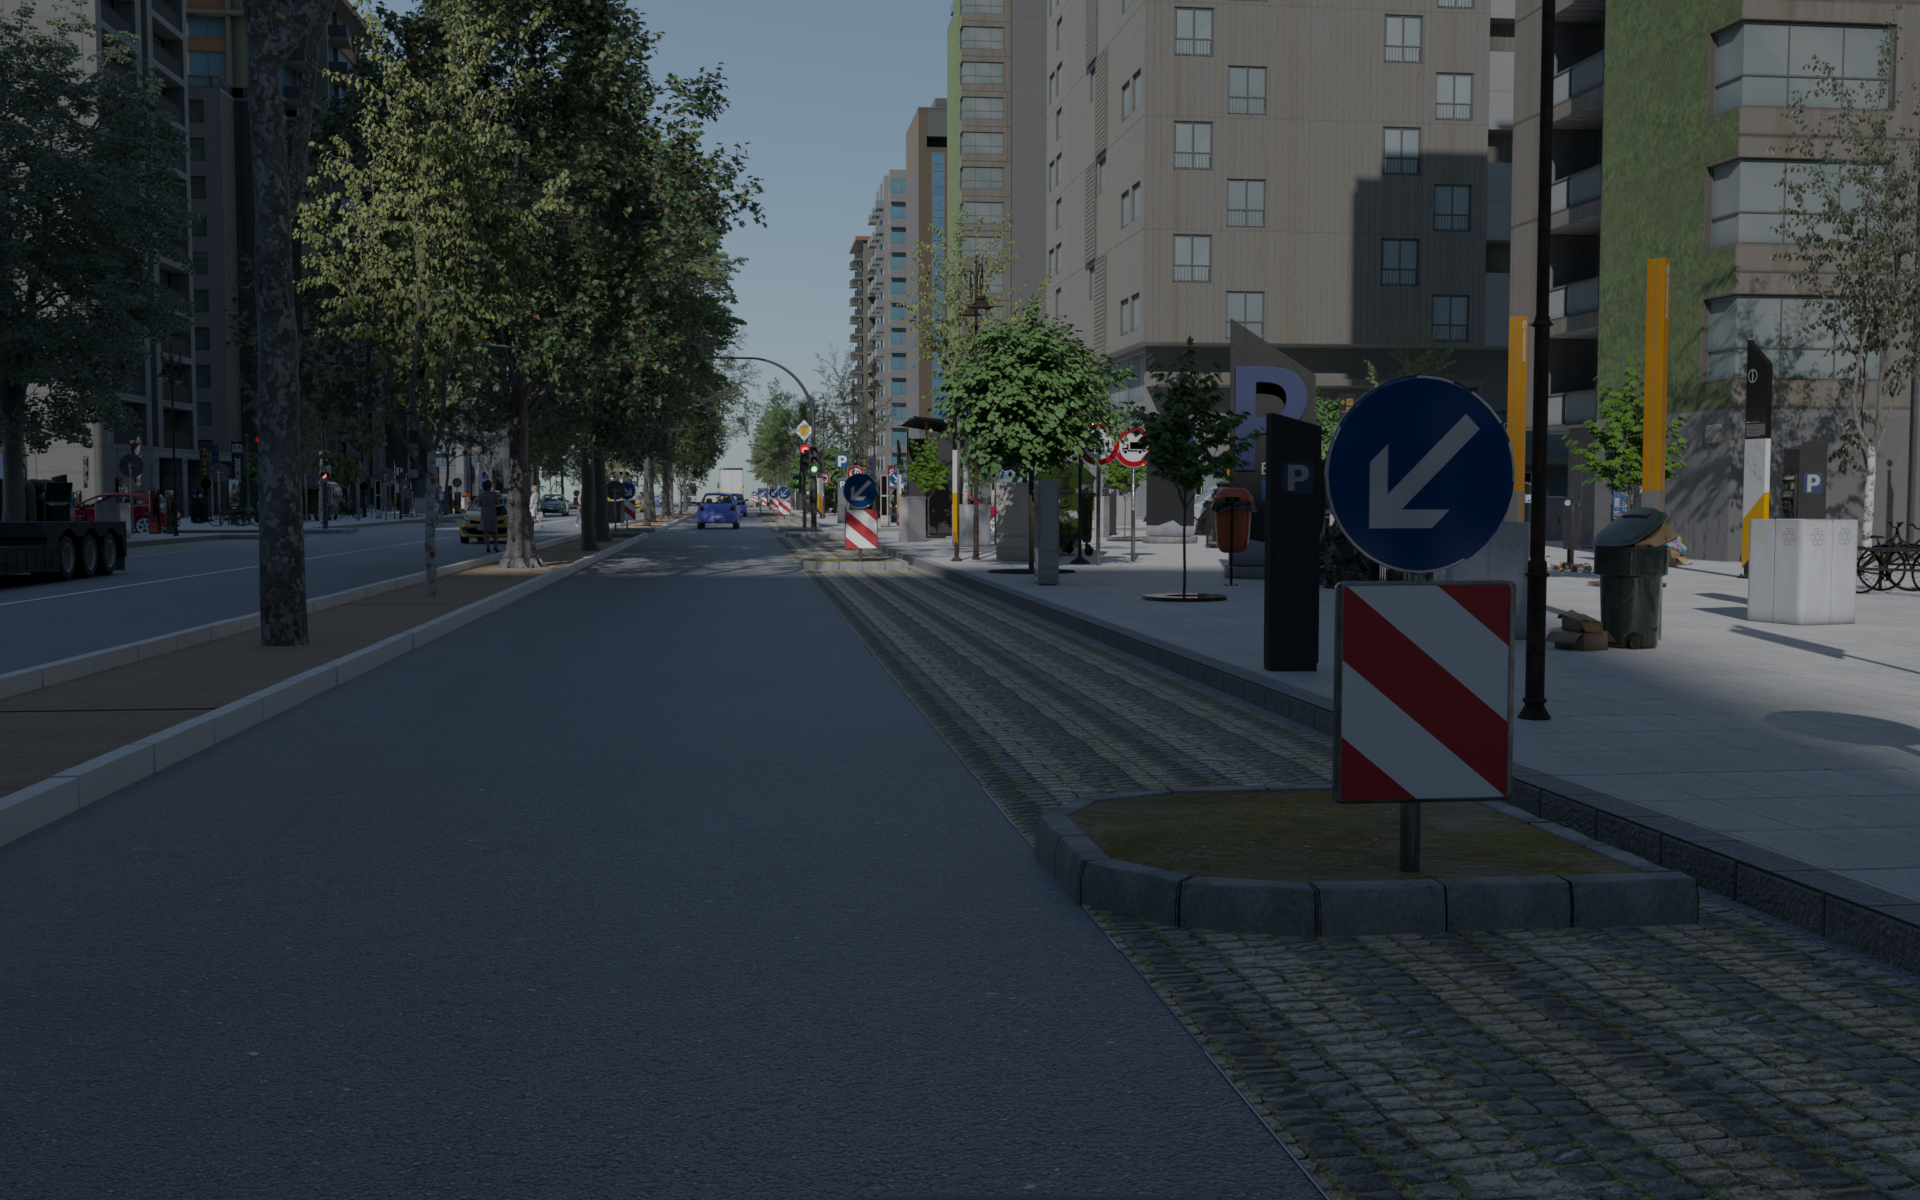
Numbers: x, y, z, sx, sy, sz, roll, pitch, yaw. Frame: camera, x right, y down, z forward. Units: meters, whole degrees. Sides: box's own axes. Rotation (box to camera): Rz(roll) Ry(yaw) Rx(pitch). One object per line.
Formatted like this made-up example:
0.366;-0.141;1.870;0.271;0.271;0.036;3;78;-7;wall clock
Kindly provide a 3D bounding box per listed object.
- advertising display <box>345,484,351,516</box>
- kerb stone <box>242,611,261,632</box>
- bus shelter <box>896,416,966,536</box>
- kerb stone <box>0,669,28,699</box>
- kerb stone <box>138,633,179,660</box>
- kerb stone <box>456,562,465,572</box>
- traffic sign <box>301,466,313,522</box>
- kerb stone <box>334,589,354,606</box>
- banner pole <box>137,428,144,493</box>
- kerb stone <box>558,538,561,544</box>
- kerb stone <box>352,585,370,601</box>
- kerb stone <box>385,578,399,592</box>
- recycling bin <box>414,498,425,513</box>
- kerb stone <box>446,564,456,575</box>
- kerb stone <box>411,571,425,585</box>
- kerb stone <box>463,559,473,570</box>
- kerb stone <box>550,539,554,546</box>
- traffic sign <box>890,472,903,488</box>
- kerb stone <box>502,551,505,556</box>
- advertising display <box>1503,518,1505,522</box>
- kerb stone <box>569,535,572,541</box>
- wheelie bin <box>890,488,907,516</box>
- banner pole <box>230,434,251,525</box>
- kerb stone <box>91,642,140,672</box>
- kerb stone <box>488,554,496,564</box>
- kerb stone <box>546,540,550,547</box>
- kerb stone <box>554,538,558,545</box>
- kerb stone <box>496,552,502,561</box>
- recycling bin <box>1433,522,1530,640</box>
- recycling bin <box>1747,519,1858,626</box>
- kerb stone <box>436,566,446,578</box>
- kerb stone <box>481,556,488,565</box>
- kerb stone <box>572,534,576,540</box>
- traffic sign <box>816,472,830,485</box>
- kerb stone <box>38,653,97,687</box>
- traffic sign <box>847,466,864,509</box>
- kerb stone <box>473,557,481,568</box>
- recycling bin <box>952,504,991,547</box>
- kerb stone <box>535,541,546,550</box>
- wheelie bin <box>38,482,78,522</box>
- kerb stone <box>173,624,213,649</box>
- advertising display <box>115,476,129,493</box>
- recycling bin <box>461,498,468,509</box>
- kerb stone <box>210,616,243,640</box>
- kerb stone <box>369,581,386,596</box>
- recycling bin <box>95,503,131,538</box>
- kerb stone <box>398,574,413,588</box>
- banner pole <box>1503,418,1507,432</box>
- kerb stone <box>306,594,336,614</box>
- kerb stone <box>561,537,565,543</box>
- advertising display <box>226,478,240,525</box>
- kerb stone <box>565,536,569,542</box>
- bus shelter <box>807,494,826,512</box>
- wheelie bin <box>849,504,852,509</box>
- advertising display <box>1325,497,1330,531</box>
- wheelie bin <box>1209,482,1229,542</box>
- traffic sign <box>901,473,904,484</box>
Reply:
-35.889;-5.893;101.567;0.123;1.923;0.974;-1;4;-10;advertising display
-7.522;0.244;18.318;0.120;0.150;1.000;0;4;-7;kerb stone
-0.915;-3.912;55.242;1.731;3.624;6.357;0;4;-7;bus shelter
-6.746;0.610;12.228;0.120;0.150;1.000;0;4;-7;kerb stone
-7.133;0.427;15.273;0.120;0.150;1.000;0;4;-7;kerb stone
-9.213;-0.569;31.554;0.120;0.150;1.000;0;4;-7;kerb stone
-29.711;-4.806;78.681;0.768;2.556;0.104;0;4;-1;traffic sign
-8.037;-0.008;22.391;0.120;0.150;1.000;0;4;-7;kerb stone
-31.080;-4.629;65.698;0.401;3.779;0.863;-3;4;-37;banner pole
-11.421;-1.628;48.829;0.120;0.150;1.000;0;4;-7;kerb stone
-8.176;-0.074;23.407;0.120;0.150;1.000;0;4;-7;kerb stone
-8.440;-0.198;25.445;0.120;0.150;1.000;0;4;-7;kerb stone
-36.147;-6.324;115.949;0.722;1.027;0.722;-1;4;-16;recycling bin
-9.083;-0.510;30.540;0.120;0.150;1.000;0;4;-7;kerb stone
-8.686;-0.324;27.488;0.120;0.150;1.000;0;4;-7;kerb stone
-9.339;-0.635;32.576;0.120;0.150;1.000;0;4;-7;kerb stone
-11.153;-1.505;46.802;0.120;0.150;1.000;0;4;-7;kerb stone
-3.617;-6.018;98.497;0.768;2.556;0.104;0;4;1;traffic sign
-9.989;-0.945;37.654;0.120;0.150;1.000;0;4;-7;kerb stone
10.948;-1.789;34.460;0.123;1.923;0.974;0;4;8;advertising display
-11.808;-1.815;51.877;0.120;0.150;1.000;0;4;-7;kerb stone
-3.198;-5.096;91.225;0.693;1.594;0.980;3;5;43;wheelie bin
-29.978;-5.034;72.326;0.863;3.779;0.401;-1;4;-22;banner pole
-7.006;0.486;14.259;0.120;0.150;1.000;0;4;-7;kerb stone
-9.735;-0.821;35.617;0.120;0.150;1.000;0;4;-7;kerb stone
-11.033;-1.442;45.785;0.120;0.150;1.000;0;4;-7;kerb stone
-11.291;-1.567;47.815;0.120;0.150;1.000;0;4;-7;kerb stone
-9.863;-0.883;36.634;0.120;0.150;1.000;0;4;-7;kerb stone
4.681;-0.185;15.587;0.722;1.027;0.722;0;4;6;recycling bin
8.403;-0.290;17.288;0.722;1.027;0.722;-1;4;-20;recycling bin
-8.955;-0.448;29.526;0.120;0.150;1.000;0;4;-7;kerb stone
-9.610;-0.754;34.602;0.120;0.150;1.000;0;4;-7;kerb stone
-11.927;-1.877;52.892;0.120;0.150;1.000;0;4;-7;kerb stone
-7.874;-6.090;99.676;0.768;2.556;0.104;0;4;-4;traffic sign
-6.871;0.548;13.243;0.120;0.150;1.000;0;4;-7;kerb stone
-4.672;-4.741;77.626;0.768;2.556;0.104;0;4;-3;traffic sign
-9.471;-0.697;33.589;0.120;0.150;1.000;0;4;-7;kerb stone
0.276;-1.820;42.316;0.722;1.027;0.722;-2;4;-30;recycling bin
-10.894;-1.381;44.770;0.120;0.150;1.000;0;4;-7;kerb stone
-24.035;-2.343;46.213;0.980;1.594;0.693;-1;4;-15;wheelie bin
-7.261;0.362;16.288;0.120;0.150;1.000;0;4;-7;kerb stone
-30.649;-3.558;63.391;0.123;1.923;0.974;0;4;-5;advertising display
-35.466;-6.764;123.146;0.722;1.027;0.722;0;4;4;recycling bin
-7.391;0.299;17.304;0.120;0.150;1.000;0;4;-7;kerb stone
-8.301;-0.136;24.427;0.120;0.150;1.000;0;4;-7;kerb stone
-24.419;-2.286;49.937;0.722;1.027;0.722;0;4;-1;recycling bin
-8.557;-0.260;26.462;0.120;0.150;1.000;0;4;-7;kerb stone
15.950;-3.678;50.146;0.401;3.779;0.863;-1;4;-21;banner pole
-7.911;0.050;21.374;0.120;0.150;1.000;0;4;-7;kerb stone
-11.548;-1.689;49.846;0.120;0.150;1.000;0;4;-7;kerb stone
-29.967;-4.048;71.400;0.123;1.923;0.974;0;4;2;advertising display
-11.676;-1.742;50.861;0.120;0.150;1.000;0;4;-7;kerb stone
-10.582;-8.176;124.963;1.731;3.624;6.357;0;4;-7;bus shelter
-8.062;-7.238;126.249;0.980;1.594;0.693;-1;4;-17;wheelie bin
8.953;-2.309;42.968;0.974;1.923;0.123;0;4;-7;advertising display
7.126;-2.359;46.482;0.693;1.594;0.980;-3;4;-36;wheelie bin
-3.651;-6.224;101.876;0.768;2.556;0.104;0;4;-3;traffic sign
